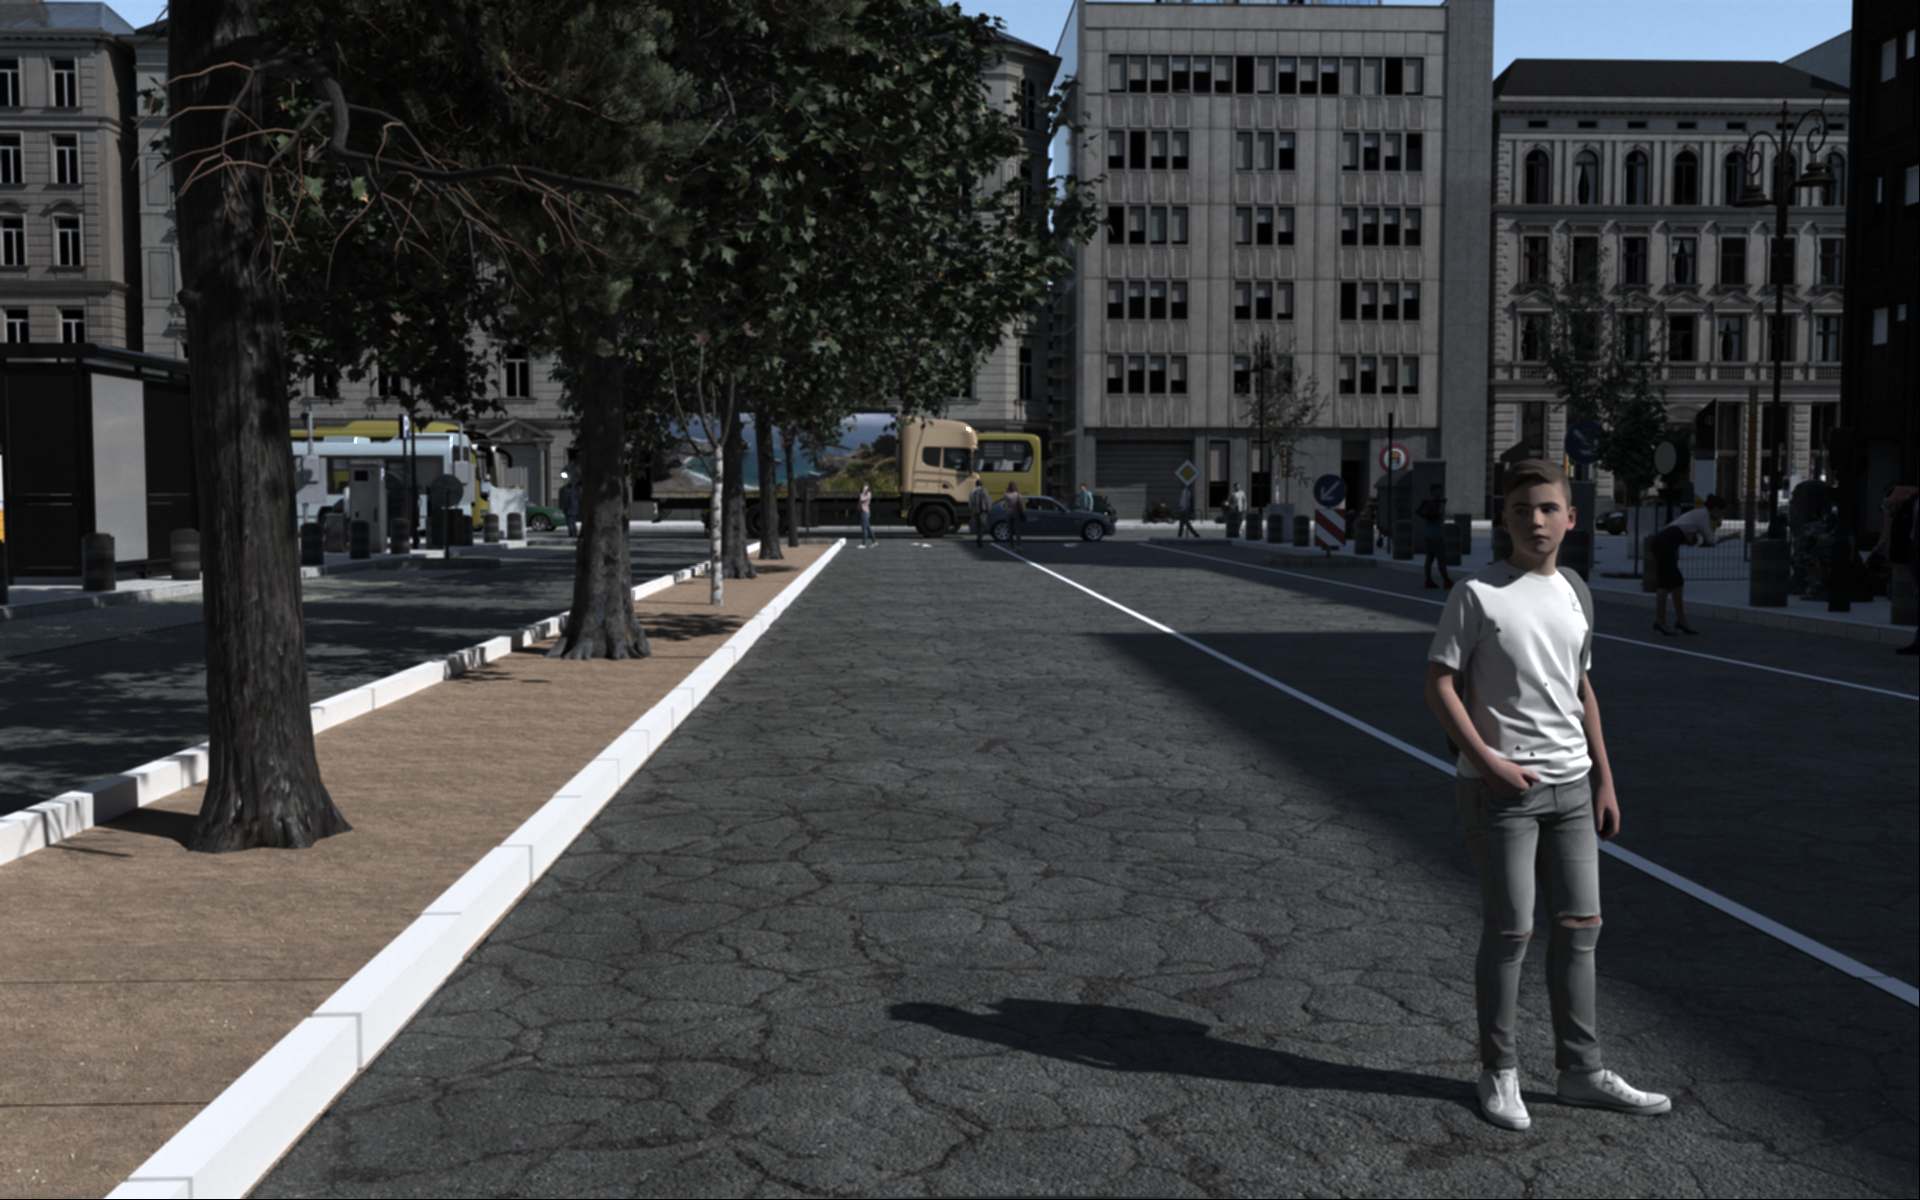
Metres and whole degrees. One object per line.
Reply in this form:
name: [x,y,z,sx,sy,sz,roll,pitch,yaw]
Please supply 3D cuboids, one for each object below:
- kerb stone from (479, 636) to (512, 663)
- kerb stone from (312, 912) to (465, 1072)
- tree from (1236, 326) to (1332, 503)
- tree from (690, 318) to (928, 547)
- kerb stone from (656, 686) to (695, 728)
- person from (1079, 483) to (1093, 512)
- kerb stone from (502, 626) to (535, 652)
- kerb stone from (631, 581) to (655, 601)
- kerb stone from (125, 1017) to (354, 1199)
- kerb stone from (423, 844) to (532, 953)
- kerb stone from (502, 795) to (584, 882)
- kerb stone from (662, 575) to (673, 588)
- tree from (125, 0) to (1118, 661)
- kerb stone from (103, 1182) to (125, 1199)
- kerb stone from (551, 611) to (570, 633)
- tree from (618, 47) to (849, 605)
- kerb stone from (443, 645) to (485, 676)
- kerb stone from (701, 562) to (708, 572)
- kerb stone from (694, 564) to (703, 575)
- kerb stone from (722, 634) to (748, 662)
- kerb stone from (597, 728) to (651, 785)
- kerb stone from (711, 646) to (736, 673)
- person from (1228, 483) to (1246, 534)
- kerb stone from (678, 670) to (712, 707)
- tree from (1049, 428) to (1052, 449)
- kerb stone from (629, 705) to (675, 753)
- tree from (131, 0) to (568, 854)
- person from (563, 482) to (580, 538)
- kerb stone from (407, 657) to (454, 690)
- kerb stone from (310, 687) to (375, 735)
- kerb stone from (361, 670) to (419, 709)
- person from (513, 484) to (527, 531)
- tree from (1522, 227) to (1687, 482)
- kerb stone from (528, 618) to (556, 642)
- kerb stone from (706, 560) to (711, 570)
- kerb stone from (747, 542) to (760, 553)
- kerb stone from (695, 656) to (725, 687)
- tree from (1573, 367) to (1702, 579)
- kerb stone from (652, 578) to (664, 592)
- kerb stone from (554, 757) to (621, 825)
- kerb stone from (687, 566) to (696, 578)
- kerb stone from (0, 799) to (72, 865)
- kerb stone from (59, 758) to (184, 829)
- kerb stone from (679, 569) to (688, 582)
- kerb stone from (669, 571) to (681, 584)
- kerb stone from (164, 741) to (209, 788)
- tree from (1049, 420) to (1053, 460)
kerb stone: [-4.073,0.446,15.010,0.120,0.150,1.000,0,4,-2]
kerb stone: [-1.561,1.065,4.786,0.120,0.150,1.000,0,4,-2]
tree: [13.917,-7.654,75.513,4.360,8.622,3.978,0,3,0]
tree: [-4.466,-6.711,46.599,8.767,10.594,7.601,0,4,-2]
kerb stone: [-1.809,0.692,10.939,0.120,0.150,1.000,0,4,-2]
person: [4.677,-3.384,63.844,0.660,1.820,0.620,3,5,42]
kerb stone: [-4.119,0.381,16.033,0.120,0.150,1.000,0,4,-2]
kerb stone: [-4.444,-0.126,24.258,0.120,0.150,1.000,0,4,-2]
kerb stone: [-1.524,1.130,3.761,0.120,0.150,1.000,0,4,-2]
kerb stone: [-1.610,1.002,5.809,0.120,0.150,1.000,0,4,-2]
kerb stone: [-1.643,0.941,6.836,0.120,0.150,1.000,0,4,-2]
kerb stone: [-4.529,-0.245,26.309,0.120,0.150,1.000,0,4,-2]
tree: [-3.156,-5.846,15.056,9.611,12.733,9.660,0,3,0]
kerb stone: [-1.482,1.190,2.737,0.120,0.150,1.000,0,4,-2]
kerb stone: [-4.194,0.251,18.088,0.120,0.150,1.000,0,4,-2]
tree: [-3.159,-4.247,22.258,4.360,8.622,3.978,0,3,0]
kerb stone: [-4.034,0.502,13.986,0.120,0.150,1.000,0,4,-2]
kerb stone: [-4.739,-0.562,31.445,0.120,0.150,1.000,0,4,-2]
kerb stone: [-4.682,-0.503,30.422,0.120,0.150,1.000,0,4,-2]
kerb stone: [-1.967,0.437,15.044,0.120,0.150,1.000,0,4,-2]
kerb stone: [-1.731,0.814,8.883,0.120,0.150,1.000,0,4,-2]
kerb stone: [-1.936,0.508,14.021,0.120,0.150,1.000,0,4,-2]
person: [9.895,-3.277,61.927,0.661,1.843,0.795,0,4,2]
kerb stone: [-1.845,0.626,11.962,0.120,0.150,1.000,0,4,-2]
tree: [7.511,-9.860,111.568,4.360,8.622,3.978,0,3,0]
kerb stone: [-1.772,0.751,9.909,0.120,0.150,1.000,0,4,-2]
tree: [-2.968,-5.033,6.809,6.751,12.117,7.091,0,3,0]
person: [-11.439,-2.589,51.014,0.419,1.800,0.721,1,4,22]
kerb stone: [-3.996,0.565,12.962,0.120,0.150,1.000,0,4,-2]
kerb stone: [-3.914,0.692,10.906,0.120,0.150,1.000,0,4,-2]
kerb stone: [-3.947,0.627,11.939,0.120,0.150,1.000,0,4,-2]
person: [-16.507,-3.426,64.705,0.728,1.800,0.709,-2,4,-35]
tree: [17.375,-5.957,47.752,4.360,8.622,3.978,0,3,0]
kerb stone: [-4.160,0.314,17.060,0.120,0.150,1.000,0,4,-2]
kerb stone: [-4.766,-0.621,32.475,0.120,0.150,1.000,0,4,-2]
kerb stone: [-5.223,-1.321,43.798,0.120,0.150,1.000,0,4,-2]
kerb stone: [-1.892,0.564,12.991,0.120,0.150,1.000,0,4,-2]
tree: [10.493,-1.948,26.448,1.663,3.219,1.824,0,3,0]
kerb stone: [-4.490,-0.189,25.282,0.120,0.150,1.000,0,4,-2]
kerb stone: [-1.689,0.877,7.859,0.120,0.150,1.000,0,4,-2]
kerb stone: [-4.644,-0.434,29.385,0.120,0.150,1.000,0,4,-2]
kerb stone: [-3.744,0.943,6.803,0.120,0.150,1.000,0,4,-2]
kerb stone: [-3.790,0.878,7.835,0.120,0.150,1.000,0,4,-2]
kerb stone: [-4.607,-0.375,28.356,0.120,0.150,1.000,0,4,-2]
kerb stone: [-4.572,-0.314,27.332,0.120,0.150,1.000,0,4,-2]
kerb stone: [-3.832,0.816,8.859,0.120,0.150,1.000,0,4,-2]
tree: [8.665,-11.003,130.267,4.737,8.622,4.395,0,3,0]
